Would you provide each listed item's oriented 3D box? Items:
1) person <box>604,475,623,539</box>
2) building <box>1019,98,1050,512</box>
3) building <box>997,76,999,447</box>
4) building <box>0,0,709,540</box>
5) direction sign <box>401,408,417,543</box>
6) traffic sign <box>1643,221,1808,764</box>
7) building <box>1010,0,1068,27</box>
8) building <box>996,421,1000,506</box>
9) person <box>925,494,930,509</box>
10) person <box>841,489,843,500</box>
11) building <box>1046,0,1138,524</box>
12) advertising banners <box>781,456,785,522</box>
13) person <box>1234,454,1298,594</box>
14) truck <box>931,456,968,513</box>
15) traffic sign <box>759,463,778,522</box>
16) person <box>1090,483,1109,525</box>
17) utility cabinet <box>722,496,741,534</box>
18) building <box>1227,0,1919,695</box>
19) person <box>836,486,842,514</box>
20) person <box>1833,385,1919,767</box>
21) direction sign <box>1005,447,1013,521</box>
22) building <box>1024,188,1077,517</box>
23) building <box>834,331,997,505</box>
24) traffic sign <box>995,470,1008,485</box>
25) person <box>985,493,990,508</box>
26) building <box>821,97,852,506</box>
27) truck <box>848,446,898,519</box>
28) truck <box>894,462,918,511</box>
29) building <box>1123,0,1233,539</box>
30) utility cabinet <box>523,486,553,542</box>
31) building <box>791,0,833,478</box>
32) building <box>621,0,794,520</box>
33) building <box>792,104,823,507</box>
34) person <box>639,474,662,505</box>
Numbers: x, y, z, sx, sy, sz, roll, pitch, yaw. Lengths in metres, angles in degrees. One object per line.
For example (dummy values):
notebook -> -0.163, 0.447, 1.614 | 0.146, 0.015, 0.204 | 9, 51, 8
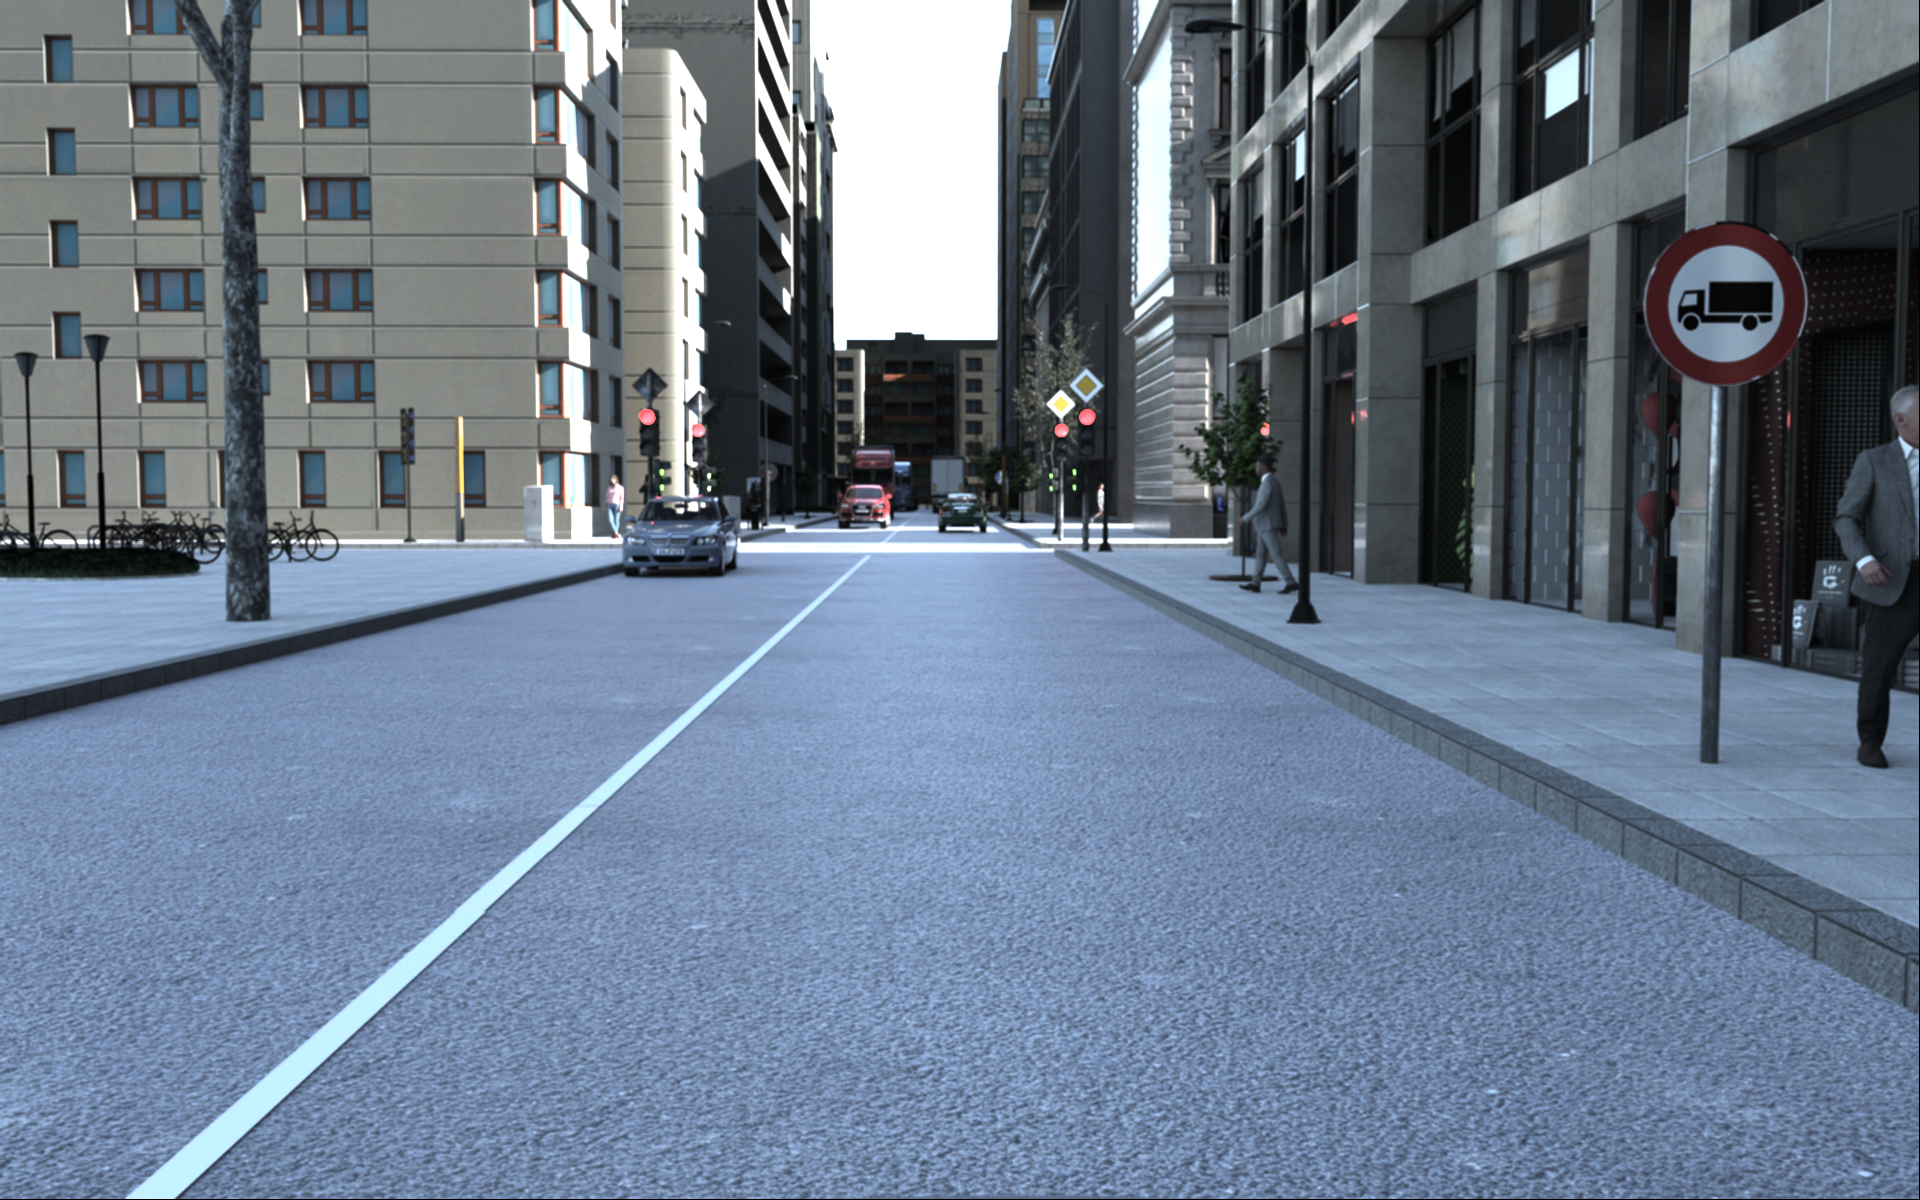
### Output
person -> -9.819, -2.630, 49.057 | 0.555, 1.821, 0.388 | 0, 4, -3
building -> 11.367, -21.906, 129.869 | 14.160, 30.474, 14.107 | 0, 4, -1
building -> 10.814, -31.979, 172.965 | 14.600, 45.320, 14.200 | 0, 4, -1
building -> -24.812, -13.262, 61.873 | 27.650, 21.520, 28.899 | 0, 4, -1
direction sign -> -14.580, -3.291, 45.798 | 0.379, 3.537, 0.876 | -3, 4, -39
traffic sign -> 3.581, -0.495, 8.200 | 0.768, 2.556, 0.104 | 0, 4, 0
building -> 11.388, -31.046, 157.719 | 14.600, 45.320, 14.200 | 0, 4, -1
building -> 10.933, -25.508, 188.752 | 14.160, 30.474, 14.107 | 0, 4, -1
person -> -3.126, -9.417, 165.700 | 0.421, 1.427, 0.697 | -1, 4, -20
person -> -11.956, -10.180, 173.023 | 0.750, 1.759, 0.617 | 2, 4, 28
building -> 12.080, -17.842, 85.232 | 14.314, 27.812, 24.014 | 0, 4, -1
advertising banners -> -8.133, -5.120, 79.902 | 0.090, 3.025, 2.074 | 0, 4, -2
person -> 3.994, -0.982, 22.377 | 0.850, 1.792, 0.678 | 2, 4, 25
truck -> -0.859, -8.860, 133.767 | 2.839, 4.237, 11.283 | 0, 4, 1
traffic sign -> -7.804, -4.303, 70.467 | 0.768, 2.556, 0.104 | 0, 4, 1
person -> 5.823, -3.992, 72.064 | 0.760, 1.731, 0.466 | -1, 4, -10
utility cabinet -> -7.303, -2.711, 55.480 | 0.306, 1.237, 1.020 | 1, 4, 10
building -> 15.441, -13.106, 18.807 | 19.350, 26.468, 34.151 | 0, 4, -1
person -> -7.846, -6.525, 112.734 | 0.388, 1.821, 0.555 | -2, 4, -35
person -> 4.400, -0.090, 7.917 | 0.661, 1.777, 0.834 | 0, 4, -3
direction sign -> 2.364, -5.574, 83.136 | 0.379, 3.537, 0.876 | -1, 4, -15
building -> 11.303, -16.396, 109.867 | 13.314, 21.916, 24.055 | 0, 4, -1
building -> -6.265, -22.990, 220.919 | 28.899, 21.520, 27.650 | 0, 4, -1
traffic sign -> 2.250, -5.624, 92.052 | 0.768, 2.556, 0.104 | 1, 4, 9
person -> 2.352, -8.426, 145.269 | 0.593, 1.643, 0.415 | -3, 5, -41
building -> -26.022, -32.365, 183.788 | 28.867, 44.769, 22.147 | 0, 4, -1
truck -> -5.085, -6.938, 102.351 | 2.839, 4.237, 11.283 | 0, 4, -2
truck -> -5.158, -9.865, 151.044 | 2.967, 4.110, 18.799 | 0, 4, 1
building -> 15.185, -13.747, 53.648 | 19.941, 23.489, 11.050 | 0, 4, -1
utility cabinet -> -11.192, -2.277, 45.914 | 0.318, 1.500, 1.173 | -3, 4, -38
building -> -25.159, -34.203, 148.464 | 28.713, 52.752, 27.495 | 0, 4, -1
building -> -20.698, -28.782, 94.289 | 21.300, 48.544, 21.600 | 0, 4, -1
building -> -17.756, -21.821, 128.473 | 14.160, 30.474, 14.107 | 0, 4, -1
person -> -9.785, -3.013, 54.660 | 0.474, 1.900, 0.648 | 3, 4, 37
